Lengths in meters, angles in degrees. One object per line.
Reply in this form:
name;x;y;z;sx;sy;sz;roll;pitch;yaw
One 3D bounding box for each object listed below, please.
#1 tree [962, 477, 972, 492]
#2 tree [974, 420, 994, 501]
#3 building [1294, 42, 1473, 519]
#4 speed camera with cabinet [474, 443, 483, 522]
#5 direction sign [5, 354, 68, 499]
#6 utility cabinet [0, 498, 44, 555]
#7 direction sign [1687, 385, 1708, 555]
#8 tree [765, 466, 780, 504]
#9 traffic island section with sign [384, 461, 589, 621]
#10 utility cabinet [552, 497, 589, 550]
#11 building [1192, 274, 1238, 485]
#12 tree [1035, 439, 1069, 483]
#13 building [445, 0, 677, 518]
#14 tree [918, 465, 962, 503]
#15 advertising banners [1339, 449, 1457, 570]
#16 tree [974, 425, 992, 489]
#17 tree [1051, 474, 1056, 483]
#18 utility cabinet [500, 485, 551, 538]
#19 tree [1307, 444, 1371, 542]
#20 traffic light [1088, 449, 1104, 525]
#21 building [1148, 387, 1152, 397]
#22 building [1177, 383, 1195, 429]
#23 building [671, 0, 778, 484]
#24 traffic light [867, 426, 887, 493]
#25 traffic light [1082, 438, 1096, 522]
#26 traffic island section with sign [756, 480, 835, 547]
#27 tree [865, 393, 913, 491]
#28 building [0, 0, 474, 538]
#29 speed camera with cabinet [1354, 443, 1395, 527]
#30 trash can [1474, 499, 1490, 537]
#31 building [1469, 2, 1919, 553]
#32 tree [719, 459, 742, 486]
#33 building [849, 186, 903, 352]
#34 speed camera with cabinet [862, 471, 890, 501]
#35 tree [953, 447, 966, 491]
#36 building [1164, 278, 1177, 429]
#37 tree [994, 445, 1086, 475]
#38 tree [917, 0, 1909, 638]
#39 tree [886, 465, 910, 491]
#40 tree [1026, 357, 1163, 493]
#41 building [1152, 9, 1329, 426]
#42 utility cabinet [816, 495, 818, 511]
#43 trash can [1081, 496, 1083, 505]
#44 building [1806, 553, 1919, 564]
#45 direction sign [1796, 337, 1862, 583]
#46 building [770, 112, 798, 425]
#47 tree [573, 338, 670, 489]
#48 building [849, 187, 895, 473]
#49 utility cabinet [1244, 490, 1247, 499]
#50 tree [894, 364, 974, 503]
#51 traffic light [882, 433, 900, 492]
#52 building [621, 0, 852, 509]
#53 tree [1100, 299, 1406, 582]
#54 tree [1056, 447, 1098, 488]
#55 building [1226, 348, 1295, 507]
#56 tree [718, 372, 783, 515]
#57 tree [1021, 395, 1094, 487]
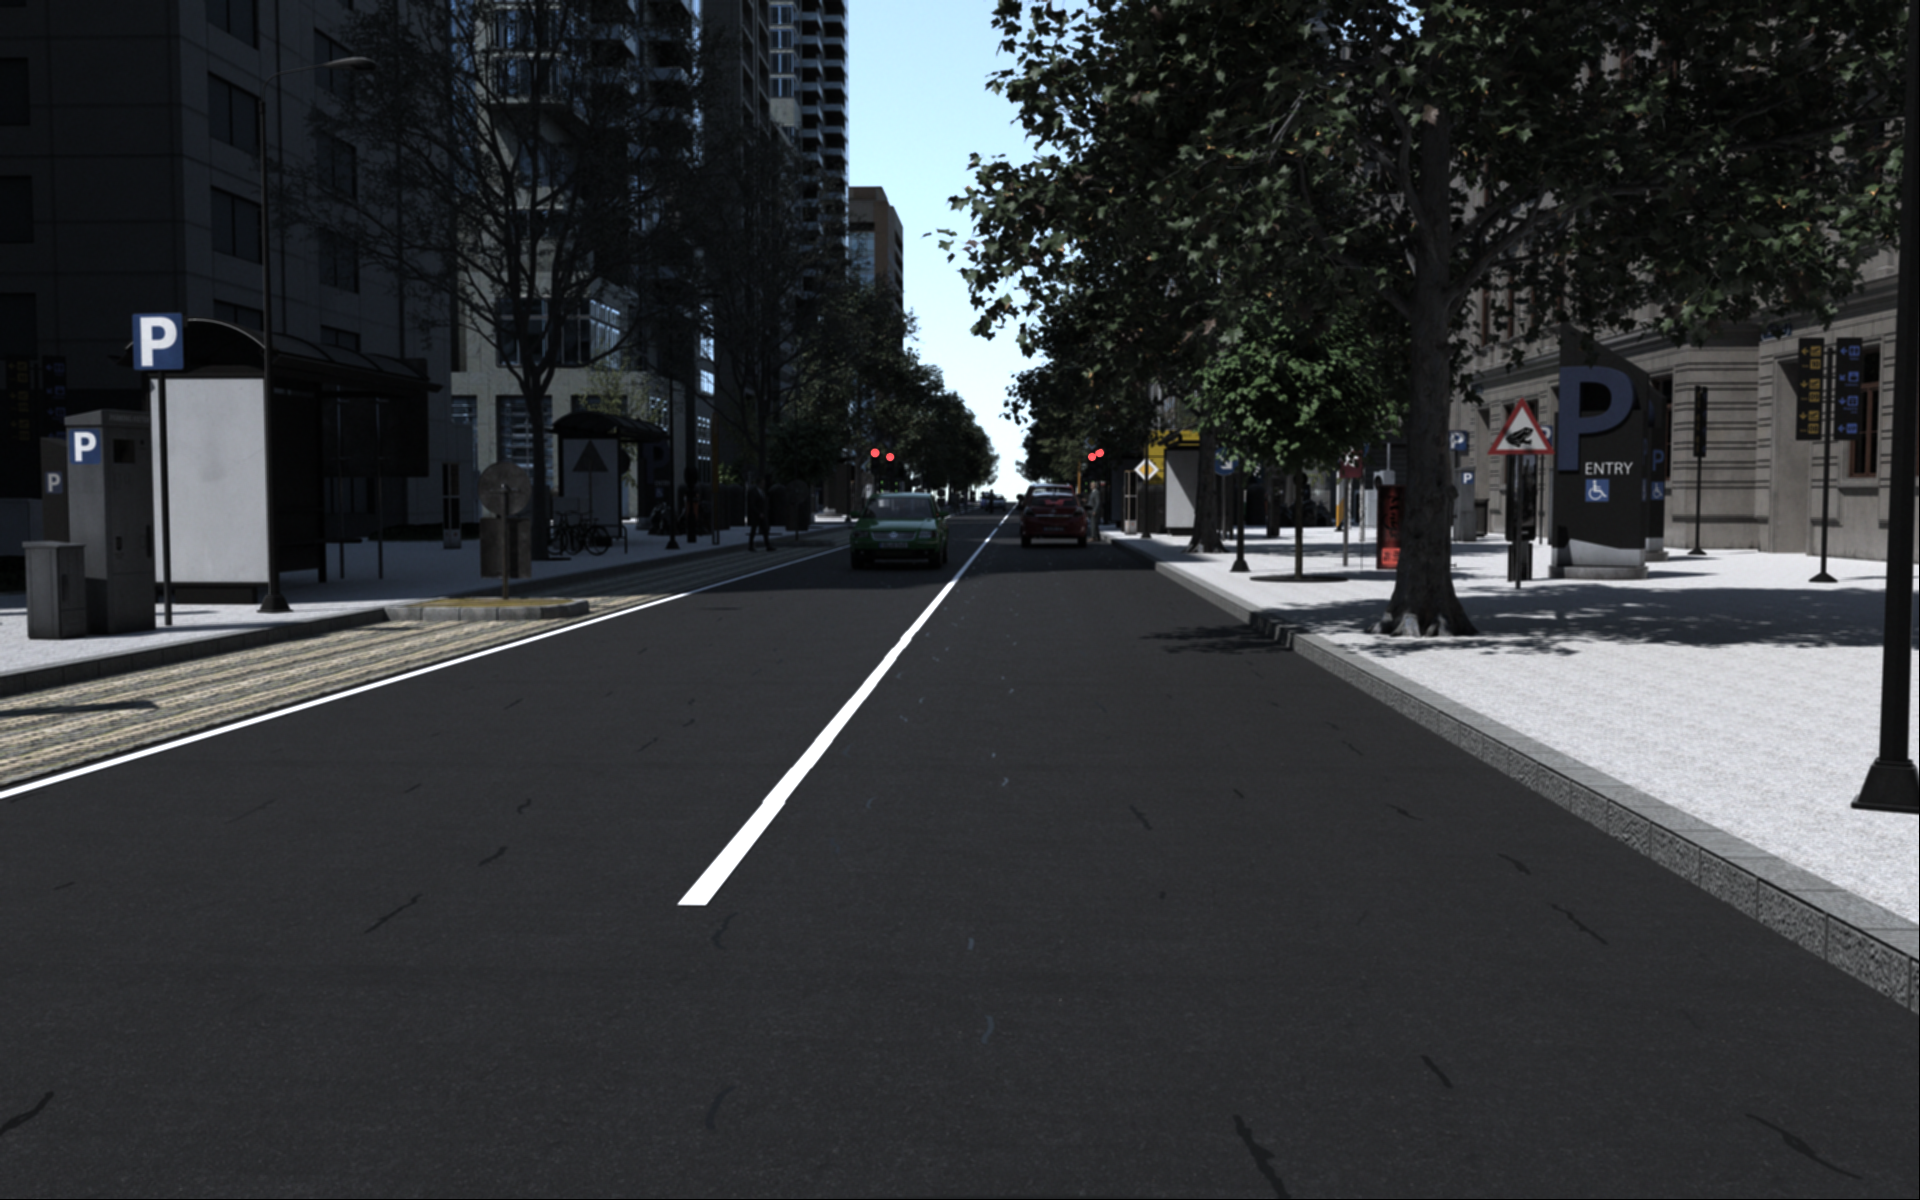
tree;0.129;-15.140;231.259;4.285;4.588;4.351;0;3;0
tree;1.167;-21.947;269.194;12.009;13.543;11.850;0;3;0
building;29.402;-16.937;94.949;19.932;24.808;12.078;0;4;2
speed camera with cabinet;-19.105;-4.503;67.958;0.660;3.252;2.038;-1;4;-12
direction sign;-15.032;-2.219;28.276;0.876;3.537;0.379;-3;4;-36
utility cabinet;-14.372;-0.939;26.515;1.020;1.237;0.306;2;4;34
direction sign;15.566;-2.720;36.470;0.379;3.537;0.876;3;4;37
tree;-12.923;-7.522;117.586;1.663;3.219;1.824;0;3;0
traffic island section with sign;-5.463;-0.716;20.343;1.989;1.847;2.006;0;4;2
utility cabinet;-8.965;-1.758;39.909;1.020;1.237;0.306;3;5;41
building;26.295;-18.350;141.820;13.314;21.916;24.055;0;4;2
tree;9.750;-13.457;170.392;4.737;8.622;4.395;0;3;0
building;-27.058;-48.438;104.639;22.319;86.520;31.000;0;4;2
tree;-2.486;-11.511;171.922;4.285;4.588;4.351;0;3;0
advertising banners;7.340;-2.024;29.287;2.074;3.025;0.090;1;4;9
tree;0.633;-20.414;251.897;7.486;12.596;7.792;0;3;0
tree;11.276;-12.254;184.069;4.285;4.588;4.351;0;3;0
utility cabinet;-10.694;-2.075;42.605;1.173;1.500;0.318;-2;4;-33
tree;10.584;-5.875;46.417;4.737;8.622;4.395;0;3;0
traffic light;5.730;-5.051;71.497;0.839;4.253;0.868;0;4;2
building;32.251;-36.073;273.389;14.154;41.232;14.086;0;4;2
building;28.074;-24.303;169.056;14.160;30.474;14.107;0;4;2
building;-23.843;-42.844;138.753;20.563;71.187;20.611;0;4;2
traffic light;-3.475;-5.071;71.825;0.839;4.253;0.868;0;4;2
traffic light;6.030;-5.539;79.477;0.839;4.253;0.868;0;4;2
traffic island section with sign;-4.446;-2.364;47.279;1.989;1.847;2.006;0;4;2
tree;-4.824;-10.301;118.790;4.360;8.622;3.978;0;3;0
building;-27.793;-37.361;49.101;20.611;71.187;20.563;0;4;2
speed camera with cabinet;16.257;-4.502;67.948;0.660;3.252;2.038;-1;4;-19
trash can;15.460;-2.455;51.793;0.748;1.137;0.748;0;3;0
building;22.151;-13.020;49.037;11.583;22.565;21.152;0;4;2
tree;-13.066;-6.139;94.975;1.663;3.219;1.824;0;3;0
building;-20.351;-39.848;275.220;21.300;48.544;21.600;0;4;2
speed camera with cabinet;-5.101;-6.886;106.914;2.038;3.252;0.660;-2;4;-34
tree;-0.664;-15.891;210.182;4.737;8.622;4.395;0;3;0
building;29.093;-32.574;182.702;14.600;45.320;14.200;0;4;2
tree;13.370;-20.182;240.342;12.009;13.543;11.850;0;3;0
tree;4.390;-6.034;15.672;9.611;12.733;9.660;0;3;0
tree;-4.159;-7.298;113.927;1.663;3.219;1.824;0;3;0
tree;7.748;-10.854;95.590;7.486;12.596;7.792;0;3;0
building;33.205;-40.479;203.832;21.231;58.520;28.212;0;4;2
utility cabinet;-10.612;-7.101;127.261;0.306;1.237;1.020;0;4;-2
trash can;8.587;-6.551;118.768;0.748;1.137;0.748;0;3;0
building;22.322;-11.728;27.904;11.583;22.565;21.152;0;4;2
direction sign;12.595;-2.029;25.165;0.876;3.537;0.379;0;4;4
building;-28.991;-29.112;167.863;32.217;40.220;23.993;0;4;2
tree;-16.225;-8.087;82.579;4.737;8.622;4.395;0;3;0
building;-16.993;-37.098;256.660;14.600;45.320;14.200;0;4;2
utility cabinet;17.465;-5.801;103.523;1.173;1.500;0.318;1;4;22
tree;-3.098;-14.229;150.776;7.486;12.596;7.792;0;3;0
traffic light;-3.176;-5.559;79.805;0.839;4.253;0.868;0;4;2
building;-22.858;-53.887;193.729;22.319;86.520;31.000;0;4;2
tree;5.009;-2.573;25.775;4.285;4.588;4.351;0;3;0
tree;7.780;-6.157;84.378;4.285;4.588;4.351;0;3;0
building;26.258;-19.824;117.635;14.314;27.812;24.014;0;4;2
tree;-12.801;-9.498;105.646;4.737;8.622;4.395;0;3;0
tree;7.906;-11.729;126.177;7.601;10.594;8.767;-2;4;-24
